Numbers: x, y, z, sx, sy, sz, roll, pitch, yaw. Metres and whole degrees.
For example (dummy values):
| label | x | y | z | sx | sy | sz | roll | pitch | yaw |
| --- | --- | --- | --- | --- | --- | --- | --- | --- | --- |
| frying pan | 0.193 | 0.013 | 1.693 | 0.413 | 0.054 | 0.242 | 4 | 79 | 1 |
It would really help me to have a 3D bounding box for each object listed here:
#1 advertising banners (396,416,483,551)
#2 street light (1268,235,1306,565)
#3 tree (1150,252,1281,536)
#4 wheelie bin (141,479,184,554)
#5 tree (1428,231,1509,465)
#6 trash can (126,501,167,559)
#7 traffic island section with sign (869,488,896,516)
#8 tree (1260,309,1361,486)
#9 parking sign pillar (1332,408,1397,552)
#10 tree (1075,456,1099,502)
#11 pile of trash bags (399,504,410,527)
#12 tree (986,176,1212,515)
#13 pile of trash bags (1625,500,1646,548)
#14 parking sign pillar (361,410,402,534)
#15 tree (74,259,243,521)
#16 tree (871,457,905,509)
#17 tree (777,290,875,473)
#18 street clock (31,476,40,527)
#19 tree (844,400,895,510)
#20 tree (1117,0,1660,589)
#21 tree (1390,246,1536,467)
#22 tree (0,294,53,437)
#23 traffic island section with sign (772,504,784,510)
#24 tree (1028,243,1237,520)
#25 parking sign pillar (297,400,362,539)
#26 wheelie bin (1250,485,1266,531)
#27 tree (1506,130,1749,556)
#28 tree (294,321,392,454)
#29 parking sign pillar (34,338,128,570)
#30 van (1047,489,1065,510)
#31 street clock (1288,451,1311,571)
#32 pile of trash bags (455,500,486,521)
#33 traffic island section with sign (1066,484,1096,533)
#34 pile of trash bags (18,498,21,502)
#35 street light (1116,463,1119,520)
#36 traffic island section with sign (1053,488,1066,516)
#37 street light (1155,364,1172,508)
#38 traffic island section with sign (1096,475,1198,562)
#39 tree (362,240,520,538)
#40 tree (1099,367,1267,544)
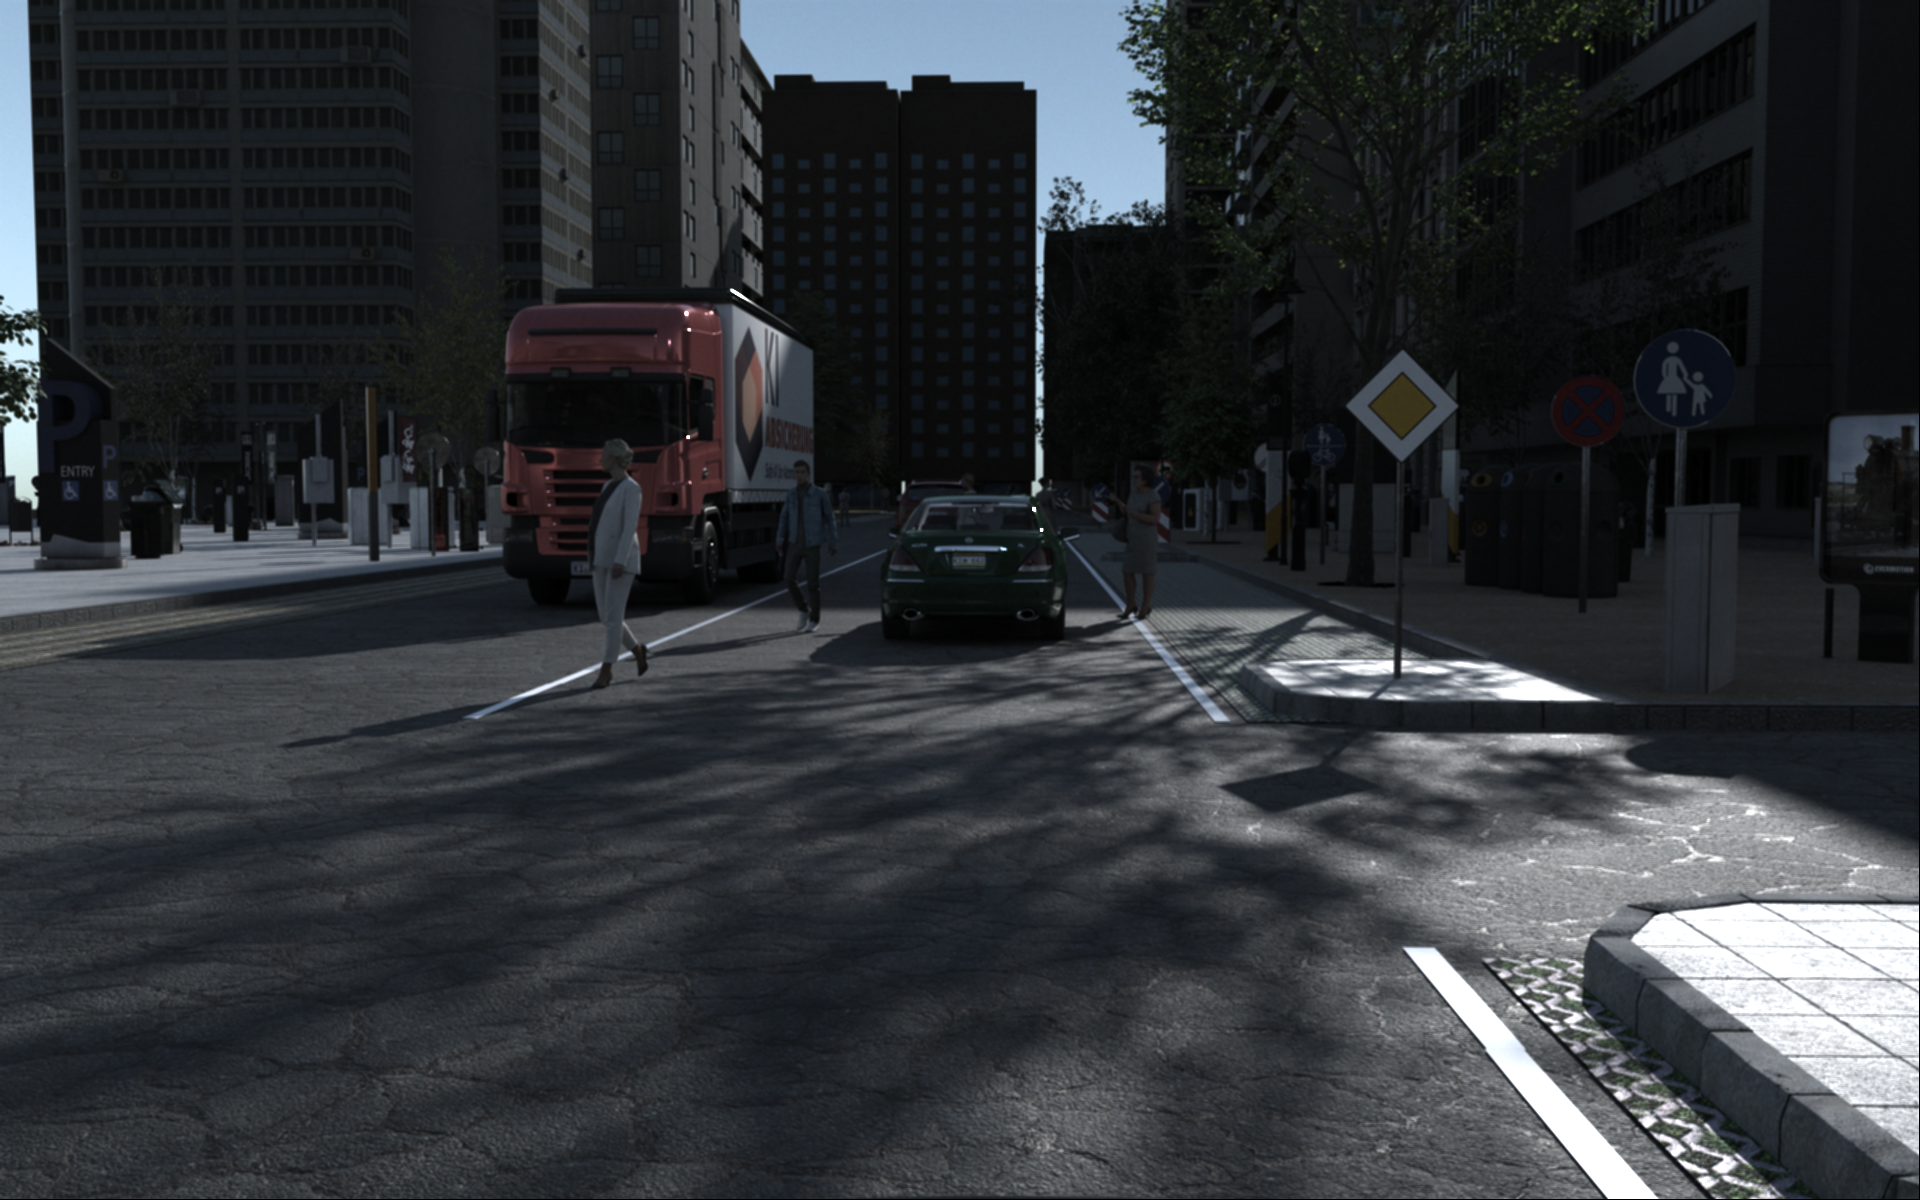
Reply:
| label | x | y | z | sx | sy | sz | roll | pitch | yaw |
| --- | --- | --- | --- | --- | --- | --- | --- | --- | --- |
| advertising banners | -11.709 | -2.614 | 38.926 | 2.074 | 3.025 | 0.090 | 1 | 4 | 13 |
| street light | 5.854 | -3.569 | 31.141 | 0.468 | 5.910 | 1.993 | 0 | 4 | 2 |
| tree | 7.644 | -6.277 | 52.993 | 4.737 | 8.622 | 4.395 | 0 | 3 | 0 |
| wheelie bin | -17.072 | -1.782 | 37.041 | 0.693 | 1.594 | 0.980 | 0 | 4 | -4 |
| tree | 14.845 | -5.900 | 46.825 | 4.360 | 8.622 | 3.978 | 0 | 3 | 0 |
| trash can | -16.194 | -1.398 | 34.505 | 0.748 | 1.137 | 0.748 | 0 | 3 | 0 |
| traffic island section with sign | -4.934 | -6.470 | 114.405 | 1.989 | 1.847 | 2.006 | 0 | 4 | 2 |
| tree | 14.076 | -7.266 | 69.158 | 4.360 | 8.622 | 3.978 | 0 | 3 | 0 |
| parking sign pillar | 9.126 | -3.085 | 38.920 | 1.447 | 3.967 | 1.447 | 1 | 4 | 20 |
| tree | 10.691 | -9.328 | 136.221 | 4.285 | 4.588 | 4.351 | 0 | 3 | 0 |
| pile of trash bags | -22.920 | -3.574 | 68.180 | 1.912 | 1.369 | 3.447 | -2 | 4 | -31 |
| tree | 8.375 | -15.190 | 104.238 | 12.611 | 20.169 | 13.585 | 0 | 3 | 0 |
| pile of trash bags | 15.095 | -1.988 | 42.261 | 1.912 | 1.369 | 3.447 | -2 | 4 | -24 |
| parking sign pillar | -18.628 | -4.092 | 55.377 | 1.447 | 3.967 | 1.447 | 2 | 4 | 31 |
| tree | -24.717 | -6.319 | 53.685 | 4.360 | 8.622 | 3.978 | 0 | 3 | 0 |
| tree | -6.523 | -10.400 | 153.747 | 4.285 | 4.588 | 4.351 | 0 | 3 | 0 |
| tree | -8.601 | -10.889 | 96.159 | 7.486 | 12.596 | 7.792 | 0 | 3 | 0 |
| street clock | -36.395 | -3.908 | 68.462 | 0.471 | 2.002 | 0.358 | -1 | 4 | -18 |
| tree | -7.035 | -11.308 | 135.244 | 4.360 | 8.622 | 3.978 | 0 | 3 | 0 |
| tree | 5.722 | -5.989 | 23.680 | 9.928 | 11.665 | 9.643 | 0 | 3 | 0 |
| tree | 14.918 | -6.209 | 51.880 | 4.737 | 8.622 | 4.395 | 0 | 3 | 0 |
| tree | -11.972 | -2.156 | 18.967 | 4.285 | 4.588 | 4.351 | 0 | 3 | 0 |
| traffic island section with sign | -6.834 | -3.390 | 64.054 | 1.989 | 1.847 | 2.006 | 0 | 4 | 2 |
| tree | 7.795 | -9.929 | 79.340 | 9.611 | 12.733 | 9.660 | 0 | 3 | 0 |
| parking sign pillar | -18.284 | -3.745 | 49.706 | 1.447 | 3.967 | 1.447 | 0 | 4 | 4 |
| wheelie bin | 10.537 | -3.209 | 60.369 | 0.980 | 1.594 | 0.693 | -2 | 4 | -32 |
| tree | 14.188 | -5.222 | 35.741 | 4.360 | 8.622 | 3.978 | 0 | 3 | 0 |
| tree | -26.613 | -7.586 | 74.390 | 4.360 | 8.622 | 3.978 | 0 | 3 | 0 |
| parking sign pillar | -15.165 | -2.526 | 29.771 | 1.447 | 3.967 | 1.447 | 1 | 4 | 15 |
| van | 7.953 | -8.576 | 147.226 | 2.013 | 2.044 | 4.112 | 0 | 4 | 2 |
| street clock | 5.655 | -1.488 | 28.895 | 0.358 | 2.002 | 0.471 | 2 | 4 | 34 |
| pile of trash bags | -22.695 | -4.450 | 82.511 | 1.912 | 1.369 | 3.447 | -3 | 4 | -37 |
| traffic island section with sign | 5.043 | -3.391 | 64.079 | 1.989 | 1.847 | 2.006 | 0 | 4 | 2 |
| pile of trash bags | -48.553 | -4.753 | 87.462 | 1.912 | 1.369 | 3.447 | 0 | 4 | -3 |
| street light | 7.820 | -6.913 | 85.816 | 0.468 | 5.910 | 1.993 | 0 | 4 | 2 |
| traffic island section with sign | 6.924 | -6.451 | 114.099 | 1.989 | 1.847 | 2.006 | 0 | 4 | 2 |
| street light | 6.872 | -5.258 | 58.759 | 0.468 | 5.910 | 1.993 | 0 | 4 | 2 |
| traffic island section with sign | 4.018 | -1.744 | 37.143 | 1.989 | 1.847 | 2.006 | 0 | 4 | 2 |
| tree | -14.609 | -6.088 | 49.909 | 4.737 | 8.622 | 4.395 | 0 | 3 | 0 |
| tree | 6.536 | -3.753 | 45.082 | 4.285 | 4.588 | 4.351 | 0 | 3 | 0 |
